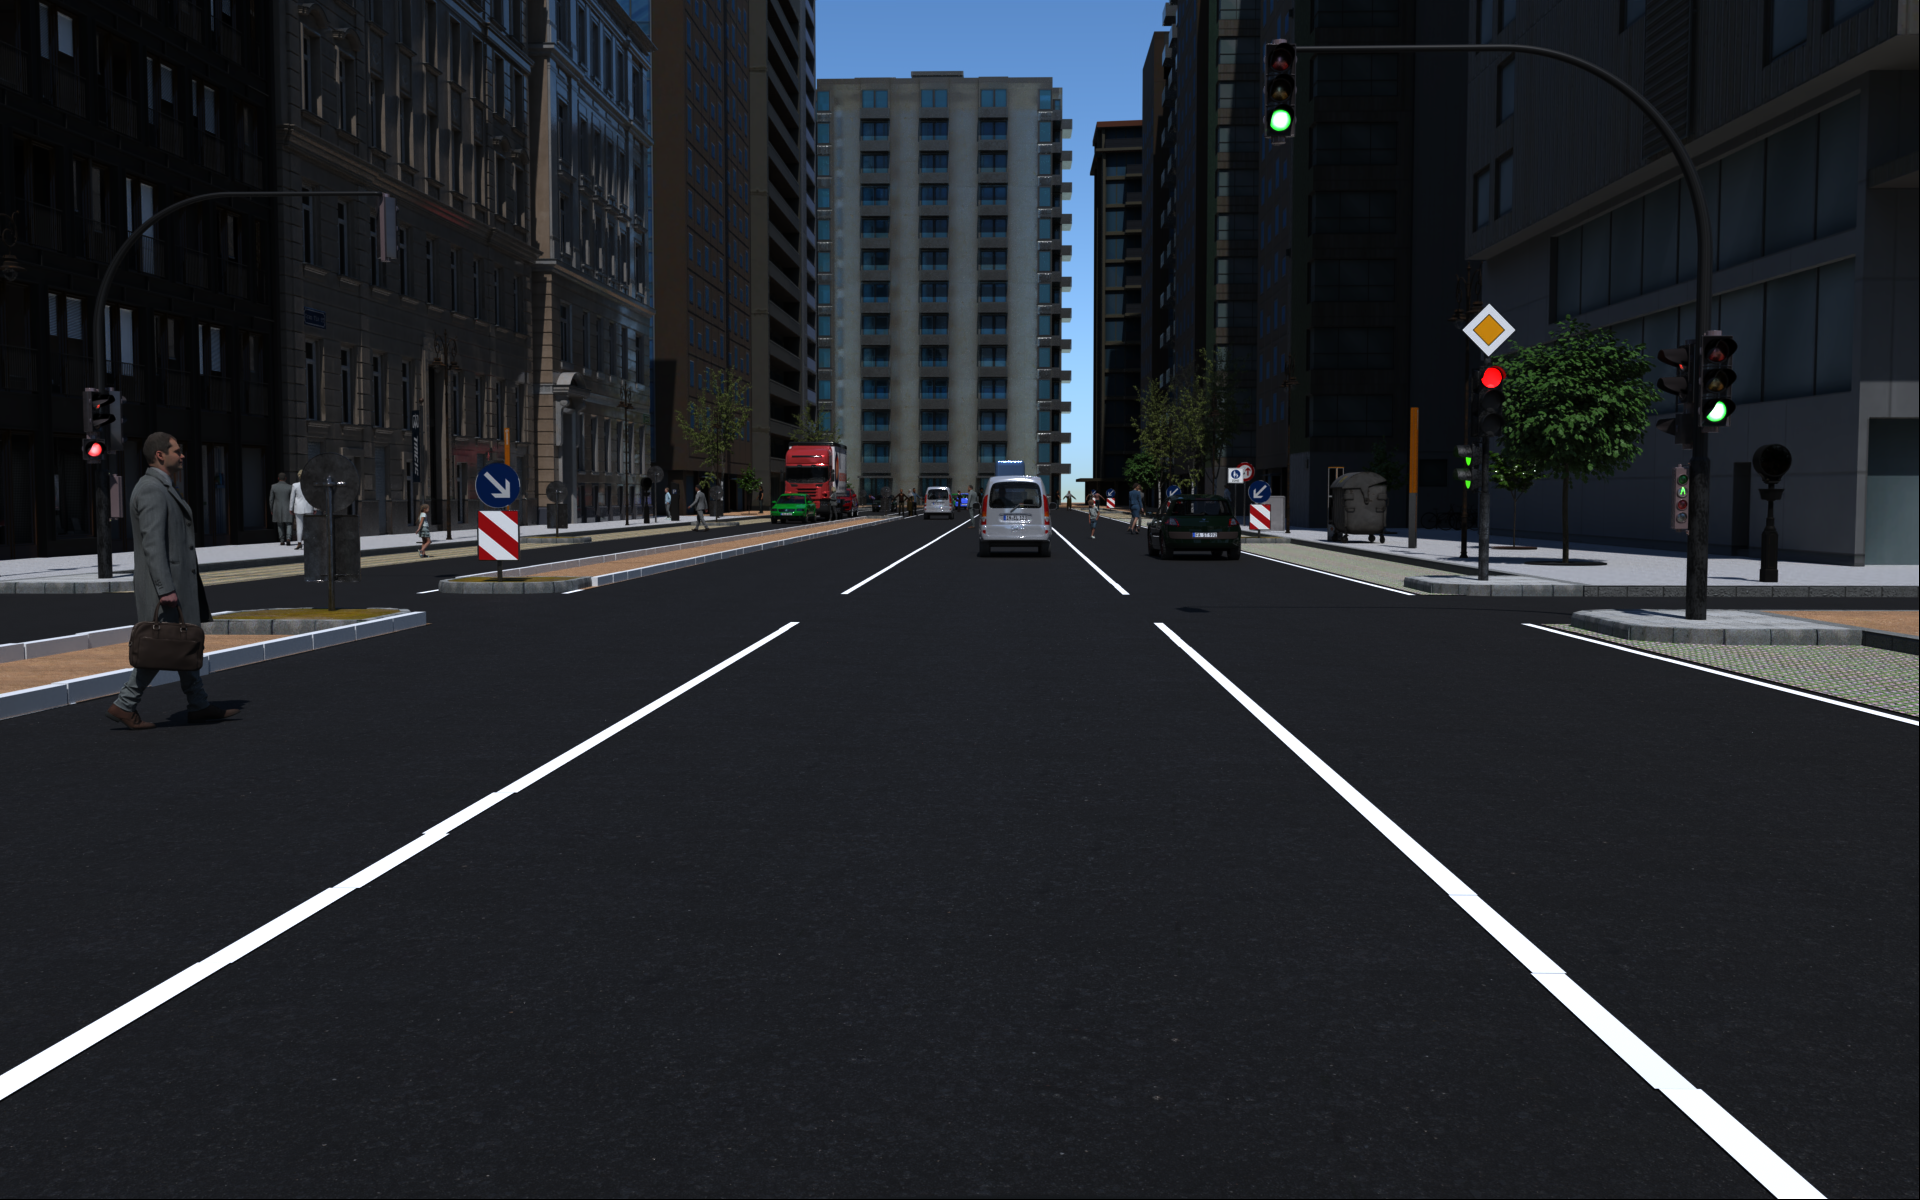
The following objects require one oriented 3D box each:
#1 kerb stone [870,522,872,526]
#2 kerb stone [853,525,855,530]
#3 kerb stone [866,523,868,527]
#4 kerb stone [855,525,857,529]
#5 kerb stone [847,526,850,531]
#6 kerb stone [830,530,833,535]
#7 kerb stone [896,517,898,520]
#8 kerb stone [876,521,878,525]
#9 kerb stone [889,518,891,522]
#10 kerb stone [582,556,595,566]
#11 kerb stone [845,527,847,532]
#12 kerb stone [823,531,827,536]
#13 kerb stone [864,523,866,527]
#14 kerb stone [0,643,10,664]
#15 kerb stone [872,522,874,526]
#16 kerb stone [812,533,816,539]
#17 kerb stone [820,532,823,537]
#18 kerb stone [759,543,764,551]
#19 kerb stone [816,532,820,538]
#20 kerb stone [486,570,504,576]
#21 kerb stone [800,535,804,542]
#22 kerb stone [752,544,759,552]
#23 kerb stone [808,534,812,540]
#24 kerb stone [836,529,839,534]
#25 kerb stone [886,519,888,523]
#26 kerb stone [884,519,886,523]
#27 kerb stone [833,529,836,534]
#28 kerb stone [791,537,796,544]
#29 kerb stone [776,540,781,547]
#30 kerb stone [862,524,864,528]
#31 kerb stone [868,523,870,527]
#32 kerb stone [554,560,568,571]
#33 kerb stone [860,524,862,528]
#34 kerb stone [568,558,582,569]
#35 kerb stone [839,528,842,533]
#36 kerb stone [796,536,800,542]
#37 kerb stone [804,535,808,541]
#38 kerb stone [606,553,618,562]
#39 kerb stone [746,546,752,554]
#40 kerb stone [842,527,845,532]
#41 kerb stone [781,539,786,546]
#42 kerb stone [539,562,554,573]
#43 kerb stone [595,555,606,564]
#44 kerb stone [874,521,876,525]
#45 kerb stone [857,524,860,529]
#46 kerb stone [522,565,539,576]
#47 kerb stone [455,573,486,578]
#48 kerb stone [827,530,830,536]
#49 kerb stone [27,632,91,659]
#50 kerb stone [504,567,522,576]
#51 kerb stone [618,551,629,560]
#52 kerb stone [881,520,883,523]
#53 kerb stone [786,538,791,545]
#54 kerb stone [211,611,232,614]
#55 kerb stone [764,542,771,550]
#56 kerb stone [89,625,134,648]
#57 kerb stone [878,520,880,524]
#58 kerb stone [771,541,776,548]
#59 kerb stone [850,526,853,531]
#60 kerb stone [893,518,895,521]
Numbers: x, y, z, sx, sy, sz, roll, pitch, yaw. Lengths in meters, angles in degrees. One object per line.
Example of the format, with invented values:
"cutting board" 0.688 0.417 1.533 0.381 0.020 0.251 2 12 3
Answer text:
"kerb stone" -4.086 -3.317 76.435 0.120 0.150 1.000 0 4 2
"kerb stone" -4.345 -2.815 68.223 0.120 0.150 1.000 0 4 2
"kerb stone" -4.151 -3.192 74.383 0.120 0.150 1.000 0 4 2
"kerb stone" -4.310 -2.878 69.252 0.120 0.150 1.000 0 4 2
"kerb stone" -4.413 -2.690 66.171 0.120 0.150 1.000 0 4 2
"kerb stone" -4.594 -2.303 60.015 0.120 0.150 1.000 0 4 2
"kerb stone" -3.573 -4.319 92.818 0.120 0.150 1.000 0 4 2
"kerb stone" -3.994 -3.503 79.505 0.120 0.150 1.000 0 4 2
"kerb stone" -3.737 -4.006 87.698 0.120 0.150 1.000 0 4 2
"kerb stone" -7.497 -0.748 34.430 0.120 0.150 1.000 0 4 2
"kerb stone" -4.446 -2.626 65.138 0.120 0.150 1.000 0 4 2
"kerb stone" -4.664 -2.187 57.970 0.120 0.150 1.000 0 4 2
"kerb stone" -4.181 -3.129 73.357 0.120 0.150 1.000 0 4 2
"kerb stone" -8.121 0.477 14.390 0.120 0.150 1.000 0 4 2
"kerb stone" -4.054 -3.378 77.460 0.120 0.150 1.000 0 4 2
"kerb stone" -4.759 -1.998 54.883 0.120 0.150 1.000 0 4 2
"kerb stone" -4.691 -2.118 56.944 0.120 0.150 1.000 0 4 2
"kerb stone" -5.117 -1.303 43.594 0.120 0.150 1.000 0 4 2
"kerb stone" -4.724 -2.062 55.904 0.120 0.150 1.000 0 4 2
"kerb stone" -7.692 -0.372 28.280 0.120 0.150 1.000 0 4 2
"kerb stone" -4.861 -1.811 51.804 0.120 0.150 1.000 0 4 2
"kerb stone" -5.145 -1.245 42.570 0.120 0.150 1.000 0 4 2
"kerb stone" -4.798 -1.935 53.854 0.120 0.150 1.000 0 4 2
"kerb stone" -4.539 -2.437 62.063 0.120 0.150 1.000 0 4 2
"kerb stone" -3.803 -3.881 85.647 0.120 0.150 1.000 0 4 2
"kerb stone" -3.837 -3.817 84.626 0.120 0.150 1.000 0 4 2
"kerb stone" -4.572 -2.376 61.042 0.120 0.150 1.000 0 4 2
"kerb stone" -4.917 -1.682 49.755 0.120 0.150 1.000 0 4 2
"kerb stone" -5.022 -1.497 46.672 0.120 0.150 1.000 0 4 2
"kerb stone" -4.218 -3.066 72.334 0.120 0.150 1.000 0 4 2
"kerb stone" -4.122 -3.255 75.413 0.120 0.150 1.000 0 4 2
"kerb stone" -7.563 -0.623 32.378 0.120 0.150 1.000 0 4 2
"kerb stone" -4.251 -3.004 71.313 0.120 0.150 1.000 0 4 2
"kerb stone" -7.531 -0.685 33.403 0.120 0.150 1.000 0 4 2
"kerb stone" -4.502 -2.500 63.085 0.120 0.150 1.000 0 4 2
"kerb stone" -4.892 -1.748 50.782 0.120 0.150 1.000 0 4 2
"kerb stone" -4.824 -1.870 52.827 0.120 0.150 1.000 0 4 2
"kerb stone" -7.436 -0.870 36.482 0.120 0.150 1.000 0 4 2
"kerb stone" -5.174 -1.183 41.541 0.120 0.150 1.000 0 4 2
"kerb stone" -4.475 -2.560 64.113 0.120 0.150 1.000 0 4 2
"kerb stone" -4.987 -1.556 47.697 0.120 0.150 1.000 0 4 2
"kerb stone" -7.594 -0.560 31.353 0.120 0.150 1.000 0 4 2
"kerb stone" -7.472 -0.811 35.452 0.120 0.150 1.000 0 4 2
"kerb stone" -4.020 -3.441 78.483 0.120 0.150 1.000 0 4 2
"kerb stone" -4.284 -2.941 70.279 0.120 0.150 1.000 0 4 2
"kerb stone" -7.620 -0.495 30.326 0.120 0.150 1.000 0 4 2
"kerb stone" -7.719 -0.310 27.258 0.120 0.150 1.000 0 4 2
"kerb stone" -4.633 -2.247 58.992 0.120 0.150 1.000 0 4 2
"kerb stone" -8.083 0.423 15.412 0.120 0.150 1.000 0 4 2
"kerb stone" -7.655 -0.433 29.301 0.120 0.150 1.000 0 4 2
"kerb stone" -7.395 -0.936 37.508 0.120 0.150 1.000 0 4 2
"kerb stone" -3.903 -3.692 82.577 0.120 0.150 1.000 0 4 2
"kerb stone" -4.945 -1.621 48.724 0.120 0.150 1.000 0 4 2
"kerb stone" -7.991 0.227 18.481 0.120 0.150 1.000 0 4 2
"kerb stone" -5.074 -1.372 44.625 0.120 0.150 1.000 0 4 2
"kerb stone" -8.061 0.353 16.434 0.120 0.150 1.000 0 4 2
"kerb stone" -3.957 -3.567 80.533 0.120 0.150 1.000 0 4 2
"kerb stone" -5.045 -1.434 45.647 0.120 0.150 1.000 0 4 2
"kerb stone" -4.372 -2.753 67.201 0.120 0.150 1.000 0 4 2
"kerb stone" -3.644 -4.194 90.764 0.120 0.150 1.000 0 4 2
